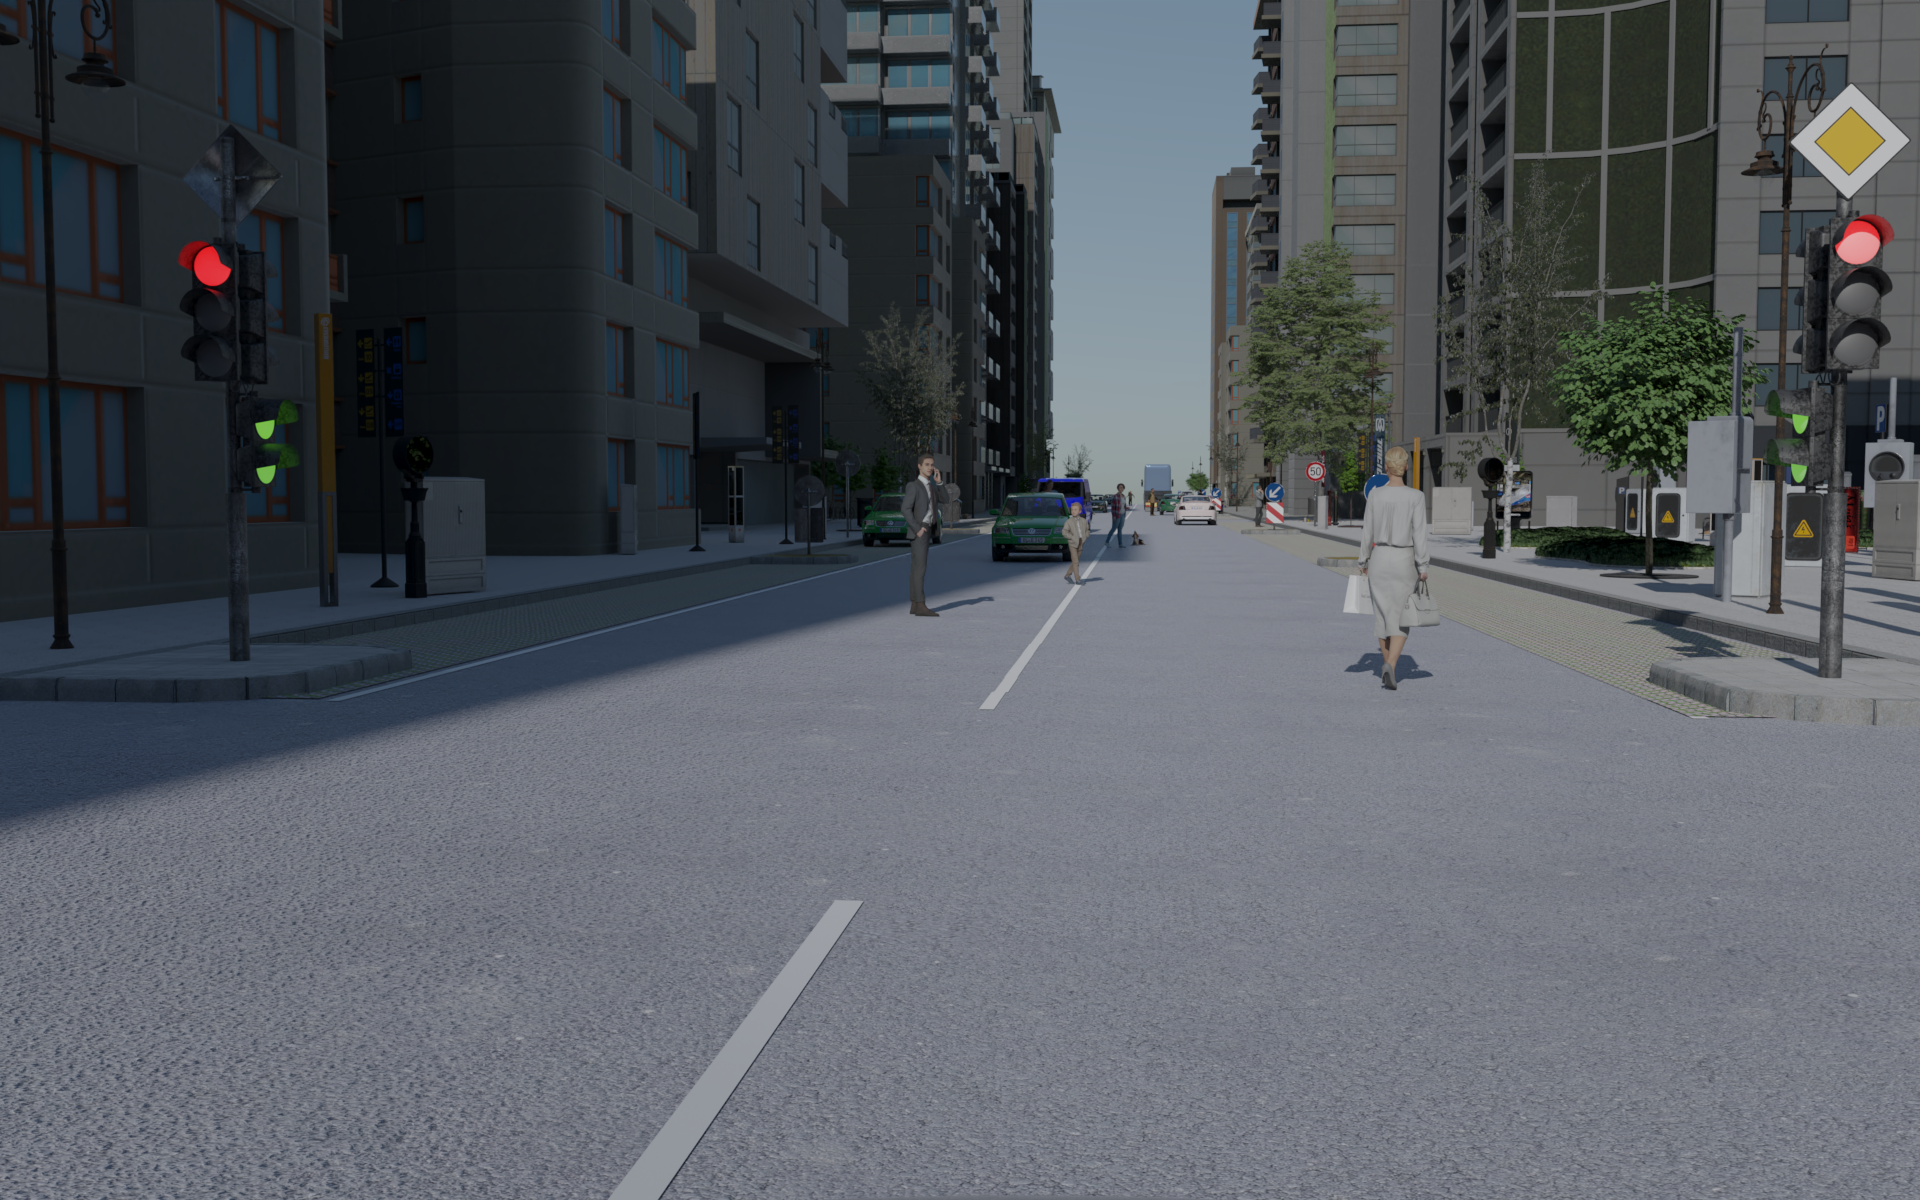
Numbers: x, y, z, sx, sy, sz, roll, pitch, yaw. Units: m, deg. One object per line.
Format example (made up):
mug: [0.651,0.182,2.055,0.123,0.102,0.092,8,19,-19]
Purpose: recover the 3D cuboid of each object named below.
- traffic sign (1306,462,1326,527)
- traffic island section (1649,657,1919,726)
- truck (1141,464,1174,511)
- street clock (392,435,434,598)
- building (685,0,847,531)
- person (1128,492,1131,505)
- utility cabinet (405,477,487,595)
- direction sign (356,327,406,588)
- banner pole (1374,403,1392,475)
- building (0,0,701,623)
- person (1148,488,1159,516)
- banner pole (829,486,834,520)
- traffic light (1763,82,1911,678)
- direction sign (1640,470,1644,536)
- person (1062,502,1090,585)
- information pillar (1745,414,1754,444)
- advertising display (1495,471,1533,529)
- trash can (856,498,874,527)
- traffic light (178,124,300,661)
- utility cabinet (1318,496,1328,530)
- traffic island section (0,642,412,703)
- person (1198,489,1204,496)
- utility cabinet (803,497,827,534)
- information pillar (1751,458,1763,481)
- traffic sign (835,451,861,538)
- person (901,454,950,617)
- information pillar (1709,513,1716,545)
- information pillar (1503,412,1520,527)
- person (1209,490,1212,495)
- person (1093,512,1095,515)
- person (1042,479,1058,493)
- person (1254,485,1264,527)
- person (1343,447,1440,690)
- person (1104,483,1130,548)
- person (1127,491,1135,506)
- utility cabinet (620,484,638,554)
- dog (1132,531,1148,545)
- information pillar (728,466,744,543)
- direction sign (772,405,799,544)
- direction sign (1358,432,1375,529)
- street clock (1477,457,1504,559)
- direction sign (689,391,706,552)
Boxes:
traffic sign: [13.971,-4.158,68.092,0.768,2.556,0.104,1,4,15]
traffic island section: [6.108,0.622,12.116,2.009,0.180,2.903,0,4,6]
truck: [17.257,-9.841,150.666,2.967,4.110,18.799,0,4,6]
street clock: [-6.719,-1.025,21.333,0.358,2.002,0.471,2,4,27]
building: [-19.388,-29.171,66.189,28.713,52.752,27.495,0,4,6]
person: [23.033,-13.802,234.878,0.721,1.735,1.217,0,4,-6]
utility cabinet: [-6.581,-0.829,22.231,0.318,1.500,1.173,2,4,24]
direction sign: [-7.931,-1.943,23.767,0.876,3.537,0.379,2,4,28]
banner pole: [11.653,-3.528,47.701,0.863,3.779,0.401,-3,4,-39]
building: [-21.945,-11.379,31.082,27.650,21.520,28.899,0,4,6]
person: [12.765,-6.486,114.646,0.705,1.812,1.348,3,4,37]
banner pole: [-6.376,-5.799,84.831,0.863,3.779,0.401,3,4,37]
traffic light: [6.069,-1.412,12.006,0.839,4.253,0.868,0,4,6]
direction sign: [18.938,-3.428,48.052,0.379,3.537,0.876,3,4,36]
person: [1.845,-0.892,27.362,0.475,1.303,0.640,-2,4,-34]
information pillar: [19.739,-3.189,43.496,0.183,3.616,0.504,0,4,-4]
advertising display: [15.318,-2.611,47.900,0.974,1.923,0.123,2,4,28]
trash can: [-3.663,-3.369,66.729,0.748,1.137,0.748,0,3,0]
traffic light: [-5.529,-1.486,13.217,0.839,4.253,0.868,0,4,6]
utility cabinet: [13.151,-3.158,62.787,0.306,1.237,1.020,1,4,17]
traffic island section: [-5.567,0.546,13.356,2.009,0.180,2.903,0,4,6]
person: [18.338,-7.584,132.515,1.348,1.822,0.705,-3,4,-38]
utility cabinet: [-4.658,-2.718,55.603,0.306,1.237,1.020,2,4,27]
information pillar: [16.373,-1.919,35.874,0.304,2.012,0.304,-2,4,-29]
traffic sign: [-3.305,-3.106,50.895,0.768,2.556,0.104,0,4,8]
person: [-0.395,-0.775,20.526,0.474,1.900,0.648,1,4,15]
information pillar: [17.071,-2.105,38.910,0.304,2.012,0.304,-3,5,-42]
information pillar: [15.706,-3.546,49.332,0.183,3.616,0.504,-2,4,-31]
person: [18.333,-7.145,126.266,0.436,1.711,0.756,0,4,1]
person: [6.075,-4.336,84.891,1.012,1.151,0.738,1,4,16]
person: [2.277,-2.213,44.769,0.616,1.811,0.778,-1,4,-10]
person: [12.925,-4.044,74.798,0.473,1.802,0.592,1,4,23]
person: [3.168,-0.242,12.806,0.694,1.780,0.624,3,5,44]
person: [4.220,-2.262,46.328,0.643,1.720,0.563,3,5,44]
person: [20.648,-12.300,209.745,1.348,1.807,0.705,3,5,40]
utility cabinet: [-7.056,-1.732,36.999,0.318,1.500,1.173,0,4,-8]
dog: [5.057,-1.734,48.543,0.748,0.427,0.550,-1,4,-20]
information pillar: [-5.888,-2.512,45.558,0.304,2.012,0.304,-3,5,-44]
direction sign: [-4.448,-3.196,44.246,0.876,3.537,0.379,2,4,35]
direction sign: [14.951,-4.382,63.649,0.379,3.537,0.876,-2,4,-32]
street clock: [10.514,-1.821,34.352,0.471,2.002,0.358,-1,4,-17]
direction sign: [-5.885,-2.857,38.704,0.379,3.537,0.876,-1,4,-16]
